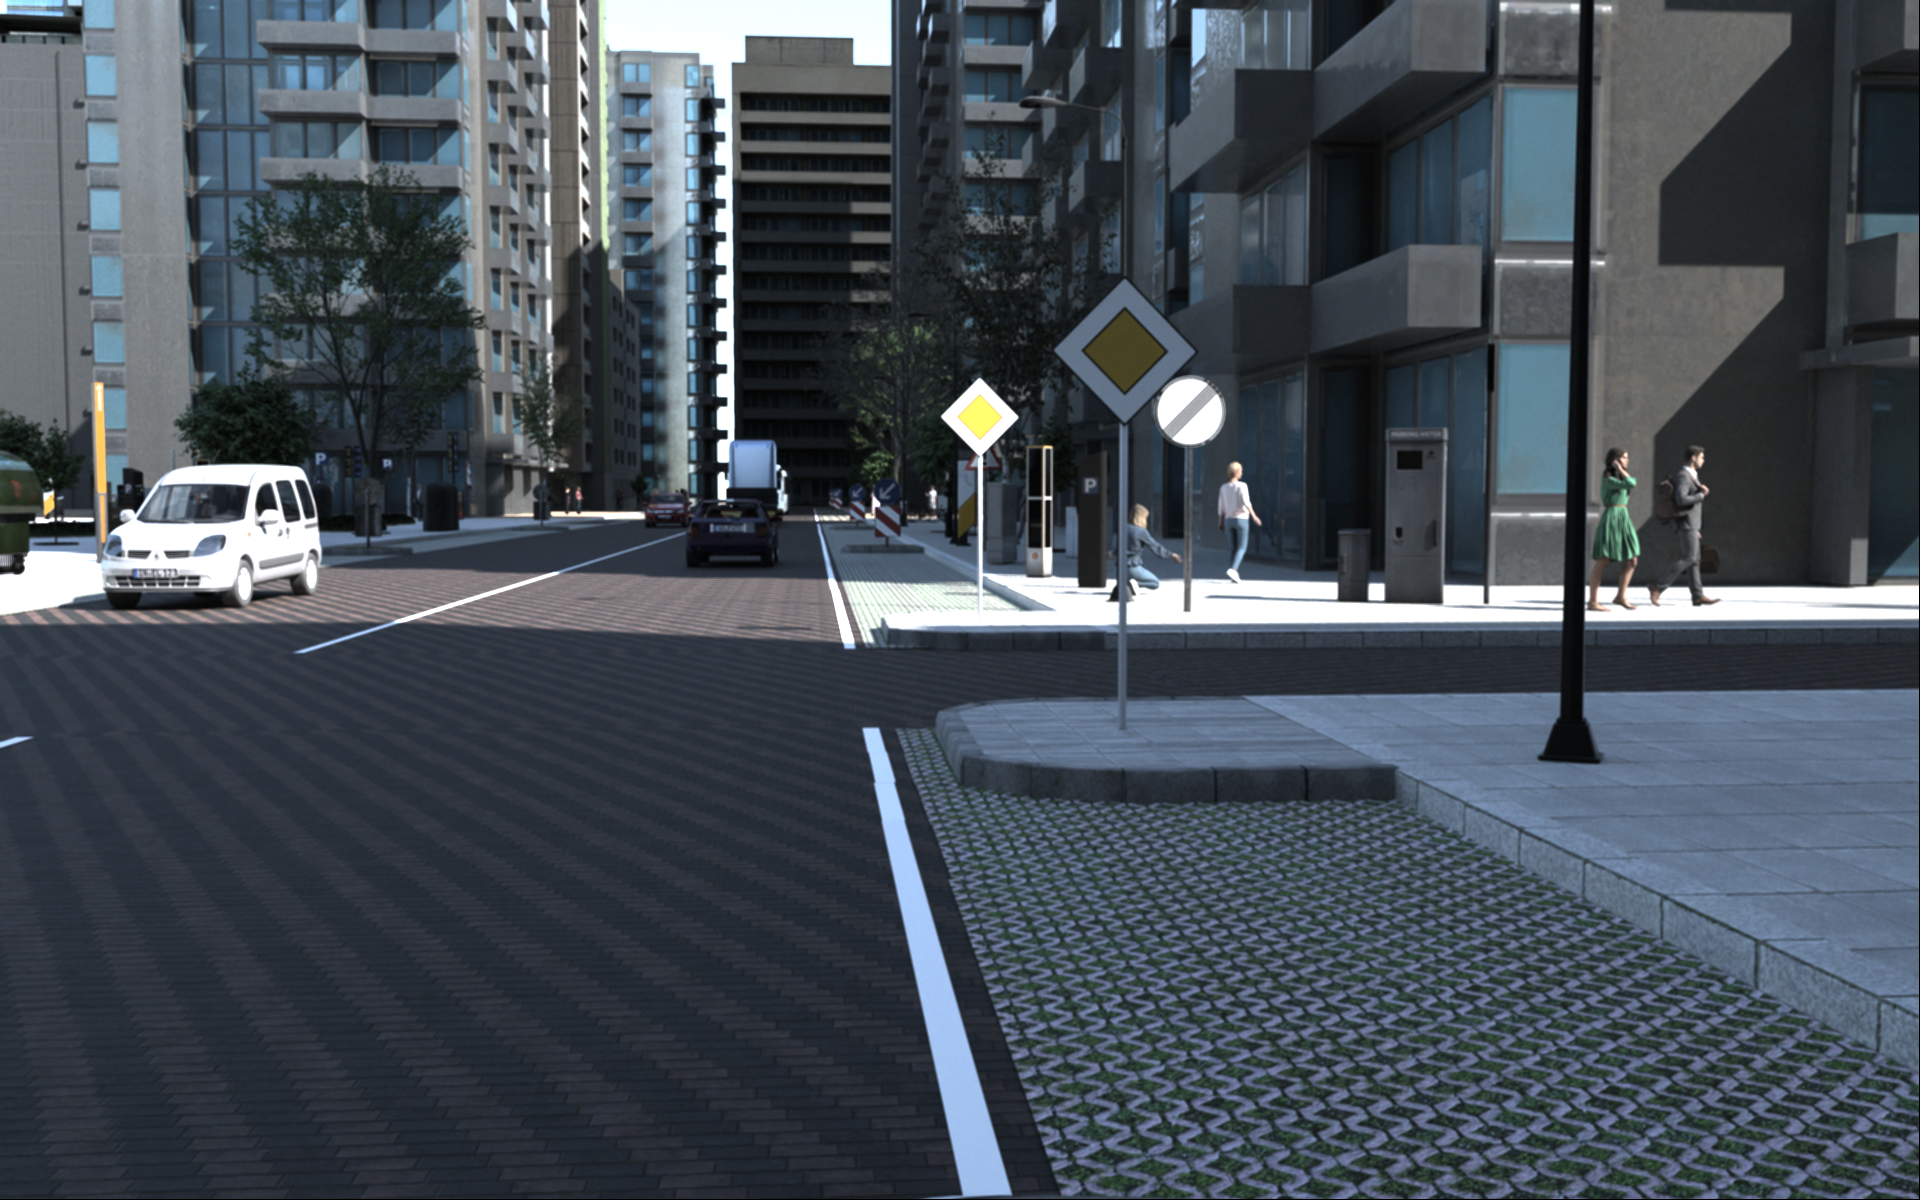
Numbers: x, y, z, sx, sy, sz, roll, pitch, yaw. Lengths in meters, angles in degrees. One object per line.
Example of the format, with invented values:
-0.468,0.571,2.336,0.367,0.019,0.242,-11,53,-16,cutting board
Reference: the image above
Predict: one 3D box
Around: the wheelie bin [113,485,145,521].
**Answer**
-28.268,-3.120,58.928,0.980,1.594,0.693,-1,4,-22,wheelie bin

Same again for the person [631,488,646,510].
-25.124,-7.875,135.512,1.217,1.735,0.721,0,4,-6,person

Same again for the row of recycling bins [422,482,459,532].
-18.215,-3.292,60.934,1.069,1.692,3.534,-1,4,-9,row of recycling bins

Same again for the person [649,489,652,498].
-25.210,-8.292,142.334,0.721,1.735,1.217,-3,5,-42,person

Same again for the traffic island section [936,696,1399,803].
0.926,0.786,9.429,2.009,0.180,2.903,0,4,-5,traffic island section

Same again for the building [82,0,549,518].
-37.076,-29.631,104.073,23.786,49.044,30.456,0,4,-5,building

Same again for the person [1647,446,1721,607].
8.294,-0.845,19.823,0.822,1.834,0.622,1,4,13,person

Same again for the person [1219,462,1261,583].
3.993,-1.114,24.935,0.731,1.740,0.598,2,4,31,person

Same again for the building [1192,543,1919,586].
19.230,-25.295,33.184,30.456,49.044,23.786,0,4,-5,building

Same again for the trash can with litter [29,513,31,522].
-31.992,-2.922,58.835,2.233,1.210,1.678,0,4,3,trash can with litter

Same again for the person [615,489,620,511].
-25.859,-7.529,130.609,0.593,1.643,0.415,2,4,24,person

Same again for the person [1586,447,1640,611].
7.163,-0.776,18.978,0.529,1.795,0.600,2,4,28,person

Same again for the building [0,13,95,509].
-79.828,-28.596,151.138,14.086,41.232,14.154,0,4,-5,building

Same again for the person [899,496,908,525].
-2.298,-3.570,69.420,0.505,1.210,0.382,1,4,19,person

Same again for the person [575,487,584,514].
-24.024,-6.281,109.456,0.721,1.743,1.217,0,4,4,person

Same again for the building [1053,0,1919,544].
14.231,-27.065,62.123,23.786,49.044,30.456,0,4,-5,building

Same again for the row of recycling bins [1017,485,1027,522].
3.779,-4.502,80.723,1.069,1.692,3.534,3,5,39,row of recycling bins

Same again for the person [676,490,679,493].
-22.508,-7.849,137.276,0.568,1.767,0.683,1,4,13,person

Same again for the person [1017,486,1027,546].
1.571,-2.220,42.612,0.573,1.790,0.520,1,4,15,person

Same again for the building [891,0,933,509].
4.472,-37.243,150.925,21.231,58.520,28.212,0,4,-5,building

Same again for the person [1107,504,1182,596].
2.225,-0.651,22.183,1.012,1.151,0.738,3,5,43,person

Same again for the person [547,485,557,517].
-23.446,-5.669,98.744,1.348,1.822,0.705,3,5,41,person

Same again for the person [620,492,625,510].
-27.435,-8.038,140.683,0.599,1.433,0.991,1,4,14,person

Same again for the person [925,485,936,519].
-1.519,-5.154,90.882,0.480,1.755,0.524,2,4,26,person

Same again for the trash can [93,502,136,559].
-16.080,-1.304,32.975,0.748,1.137,0.748,0,3,0,trash can

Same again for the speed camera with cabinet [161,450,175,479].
-35.535,-5.134,78.283,0.660,3.252,2.038,-1,4,-10,speed camera with cabinet

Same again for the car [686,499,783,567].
-4.624,-1.399,35.454,1.945,1.354,3.894,0,4,-4,car

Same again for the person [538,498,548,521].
-20.001,-4.555,83.118,0.503,1.515,0.523,0,4,-8,person

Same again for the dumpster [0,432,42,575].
-15.284,-1.474,26.593,1.502,2.255,1.985,0,4,-5,dumpster

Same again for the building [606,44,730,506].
-40.296,-34.701,186.970,30.456,49.044,23.786,0,4,-5,building

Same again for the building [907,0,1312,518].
8.537,-30.732,122.075,23.786,49.044,30.456,0,4,-5,building

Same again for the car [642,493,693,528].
-12.722,-4.069,75.572,2.155,1.783,4.494,0,4,-5,car

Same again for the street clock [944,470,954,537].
-0.319,-2.858,51.294,0.358,2.002,0.471,-2,4,-31,street clock

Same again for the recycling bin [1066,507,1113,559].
2.575,-1.340,34.466,0.722,1.027,0.722,-2,4,-24,recycling bin

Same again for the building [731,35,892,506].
-13.652,-34.523,188.160,21.600,48.544,21.300,0,4,-5,building

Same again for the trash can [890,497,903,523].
-2.763,-3.912,75.614,0.748,1.137,0.748,0,3,0,trash can

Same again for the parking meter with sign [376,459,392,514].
-28.974,-5.499,86.174,1.738,3.016,0.543,3,4,39,parking meter with sign

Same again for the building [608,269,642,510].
-43.473,-18.599,149.136,28.899,21.520,27.650,0,4,-5,building

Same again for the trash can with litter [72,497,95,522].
-39.831,-4.048,77.246,1.678,1.210,2.233,0,4,5,trash can with litter

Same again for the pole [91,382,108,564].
-15.779,-2.320,31.776,0.158,3.312,0.155,0,3,0,pole

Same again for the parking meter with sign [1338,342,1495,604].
5.349,-1.473,20.347,1.738,3.016,0.543,1,4,17,parking meter with sign

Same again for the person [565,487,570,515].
-24.438,-6.201,108.227,0.445,1.727,0.742,-3,5,-41,person

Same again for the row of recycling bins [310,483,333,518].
-25.092,-3.485,64.093,3.534,1.692,1.069,-2,4,-28,row of recycling bins

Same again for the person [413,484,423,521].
-25.650,-4.637,82.249,0.661,1.777,0.834,1,4,13,person

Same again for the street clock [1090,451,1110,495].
2.323,-1.491,28.953,0.358,2.002,0.471,-1,4,-13,street clock

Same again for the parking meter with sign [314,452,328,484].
-27.029,-4.705,73.195,0.543,3.016,1.738,-1,4,-22,parking meter with sign

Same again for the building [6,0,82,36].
-84.911,-53.146,181.601,31.000,86.520,22.319,0,4,-5,building

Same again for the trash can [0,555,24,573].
-15.570,-1.009,28.154,0.748,1.137,0.748,0,3,0,trash can

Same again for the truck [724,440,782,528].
-9.751,-5.564,80.727,2.967,4.110,18.799,0,4,-6,truck

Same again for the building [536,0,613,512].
-33.650,-27.132,127.206,14.154,41.232,14.086,0,4,-5,building

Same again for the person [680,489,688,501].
-20.448,-7.265,127.249,0.705,1.831,1.348,3,5,40,person

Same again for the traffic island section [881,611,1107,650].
0.240,0.299,17.384,2.009,0.180,2.903,0,4,-5,traffic island section
